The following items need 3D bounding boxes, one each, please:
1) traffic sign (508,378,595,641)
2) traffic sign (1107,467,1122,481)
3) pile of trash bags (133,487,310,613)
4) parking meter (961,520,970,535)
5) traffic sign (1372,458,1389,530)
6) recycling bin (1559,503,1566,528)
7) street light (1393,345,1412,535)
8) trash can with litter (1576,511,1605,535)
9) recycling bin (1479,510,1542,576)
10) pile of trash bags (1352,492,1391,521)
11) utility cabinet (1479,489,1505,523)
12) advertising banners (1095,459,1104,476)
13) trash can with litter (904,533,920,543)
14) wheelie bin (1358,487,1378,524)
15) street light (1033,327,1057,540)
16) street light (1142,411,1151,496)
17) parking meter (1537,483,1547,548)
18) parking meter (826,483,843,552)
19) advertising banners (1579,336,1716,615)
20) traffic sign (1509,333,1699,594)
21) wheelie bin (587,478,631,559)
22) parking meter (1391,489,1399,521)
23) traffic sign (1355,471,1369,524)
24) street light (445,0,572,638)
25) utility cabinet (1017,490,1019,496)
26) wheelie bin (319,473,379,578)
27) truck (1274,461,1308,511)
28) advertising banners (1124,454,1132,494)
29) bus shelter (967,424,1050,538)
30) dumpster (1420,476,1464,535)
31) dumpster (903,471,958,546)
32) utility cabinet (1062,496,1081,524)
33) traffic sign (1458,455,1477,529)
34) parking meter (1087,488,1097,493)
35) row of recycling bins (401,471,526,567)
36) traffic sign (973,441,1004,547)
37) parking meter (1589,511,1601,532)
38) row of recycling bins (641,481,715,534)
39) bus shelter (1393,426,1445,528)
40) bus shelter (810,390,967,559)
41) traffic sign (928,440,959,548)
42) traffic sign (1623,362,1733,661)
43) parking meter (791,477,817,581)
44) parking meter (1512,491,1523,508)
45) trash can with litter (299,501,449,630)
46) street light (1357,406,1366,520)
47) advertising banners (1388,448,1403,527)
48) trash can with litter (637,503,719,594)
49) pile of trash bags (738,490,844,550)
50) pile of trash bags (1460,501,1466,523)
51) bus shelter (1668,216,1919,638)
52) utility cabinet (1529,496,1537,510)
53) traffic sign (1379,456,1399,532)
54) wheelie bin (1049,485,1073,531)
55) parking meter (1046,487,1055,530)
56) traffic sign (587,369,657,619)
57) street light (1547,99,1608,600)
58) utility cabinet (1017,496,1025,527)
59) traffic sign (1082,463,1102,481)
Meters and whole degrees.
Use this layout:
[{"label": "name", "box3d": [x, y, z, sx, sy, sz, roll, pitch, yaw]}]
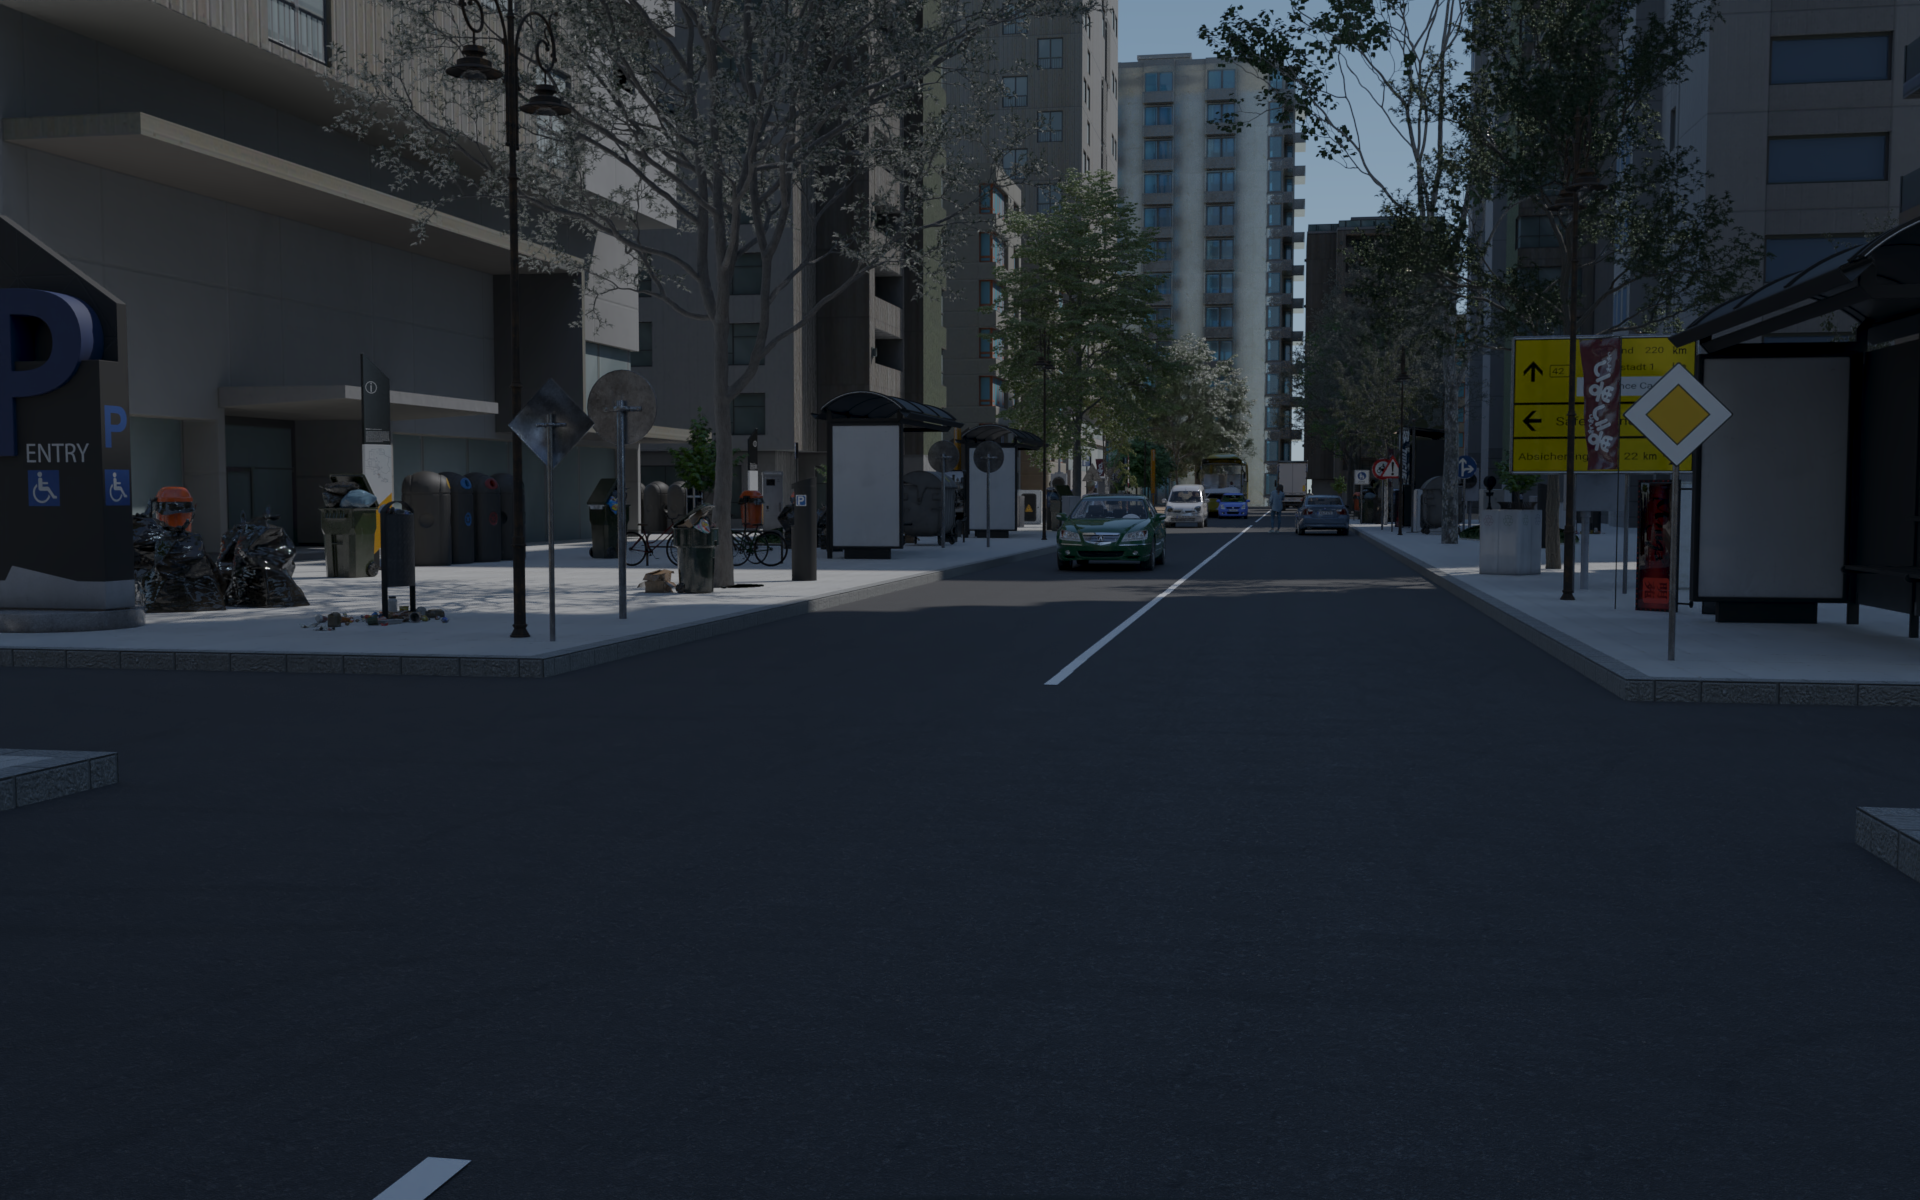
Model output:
[{"label": "traffic sign", "box3d": [-3.547, -0.697, 15.031, 0.795, 2.450, 0.064, 1, 4, 11]}, {"label": "traffic sign", "box3d": [7.189, -4.948, 81.009, 0.768, 2.556, 0.104, 1, 4, 17]}, {"label": "pile of trash bags", "box3d": [-8.999, -0.650, 20.387, 1.912, 1.369, 3.447, -2, 4, -35]}, {"label": "parking meter", "box3d": [0.133, -2.845, 54.924, 0.372, 1.533, 0.369, 0, 3, 0]}, {"label": "traffic sign", "box3d": [15.088, -3.775, 61.827, 0.768, 2.556, 0.104, 1, 4, 12]}, {"label": "recycling bin", "box3d": [17.478, -2.343, 50.863, 0.722, 1.027, 0.722, 0, 4, -7]}, {"label": "street light", "box3d": [13.719, -4.956, 53.815, 0.468, 5.910, 1.993, 1, 4, 11]}, {"label": "trash can with litter", "box3d": [19.664, -2.728, 55.667, 2.233, 1.210, 1.678, 1, 4, 12]}, {"label": "recycling bin", "box3d": [8.797, -0.925, 27.676, 0.722, 1.027, 0.722, -3, 5, -42]}, {"label": "pile of trash bags", "box3d": [19.949, -4.486, 83.098, 1.912, 1.369, 3.447, -2, 4, -23]}, {"label": "utility cabinet", "box3d": [23.314, -4.113, 75.924, 1.173, 1.500, 0.318, -2, 4, -25]}, {"label": "advertising banners", "box3d": [7.527, -5.435, 85.046, 2.074, 3.025, 0.090, 3, 4, 36]}, {"label": "trash can with litter", "box3d": [-1.570, -2.077, 45.352, 1.055, 1.170, 0.624, 1, 4, 9]}, {"label": "wheelie bin", "box3d": [17.711, -4.113, 75.152, 0.693, 1.594, 0.980, -2, 4, -24]}, {"label": "street light", "box3d": [2.351, -4.611, 48.172, 0.468, 5.910, 1.993, 1, 4, 11]}, {"label": "street light", "box3d": [8.659, -6.618, 80.987, 0.468, 5.910, 1.993, 1, 4, 11]}, {"label": "parking meter", "box3d": [13.842, -1.991, 40.966, 0.372, 1.533, 0.369, 0, 3, 0]}, {"label": "parking meter", "box3d": [-2.794, -1.846, 38.595, 0.372, 1.533, 0.369, 0, 3, 0]}, {"label": "advertising banners", "box3d": [7.626, -1.384, 18.809, 0.090, 3.025, 2.074, -3, 4, -38]}, {"label": "traffic sign", "box3d": [8.231, -1.734, 22.227, 2.265, 3.308, 0.079, 1, 4, 12]}, {"label": "wheelie bin", "box3d": [-7.017, -1.634, 34.631, 0.693, 1.594, 0.980, -3, 5, -45]}, {"label": "parking meter", "box3d": [20.093, -4.374, 79.919, 0.372, 1.533, 0.369, 0, 3, 0]}, {"label": "traffic sign", "box3d": [17.169, -4.398, 74.043, 0.606, 2.300, 0.079, 1, 4, 15]}, {"label": "street light", "box3d": [-3.945, -2.603, 15.355, 0.468, 5.910, 1.993, 1, 4, 11]}, {"label": "utility cabinet", "box3d": [2.742, -4.842, 87.840, 1.173, 1.500, 0.318, 3, 4, 37]}, {"label": "wheelie bin", "box3d": [-9.386, -1.146, 26.648, 0.980, 1.594, 0.693, 1, 4, 19]}, {"label": "truck", "box3d": [28.879, -9.911, 150.960, 2.839, 4.237, 11.283, 1, 4, 10]}, {"label": "advertising banners", "box3d": [7.145, -4.765, 74.094, 0.090, 3.025, 2.074, 1, 4, 10]}, {"label": "bus shelter", "box3d": [1.357, -3.599, 52.774, 2.014, 3.302, 5.546, 1, 4, 11]}, {"label": "dumpster", "box3d": [15.396, -3.029, 55.284, 1.264, 1.857, 1.865, 1, 4, 11]}, {"label": "dumpster", "box3d": [-0.830, -2.302, 43.395, 1.264, 1.857, 1.865, 1, 4, 11]}, {"label": "utility cabinet", "box3d": [3.760, -2.881, 58.263, 0.306, 1.237, 1.020, 2, 4, 27]}, {"label": "traffic sign", "box3d": [16.664, -3.494, 57.234, 0.768, 2.556, 0.104, 1, 4, 18]}, {"label": "parking meter", "box3d": [5.071, -3.550, 66.445, 0.372, 1.533, 0.369, 0, 3, 0]}, {"label": "row of recycling bins", "box3d": [-9.247, -1.539, 32.278, 1.069, 1.692, 3.534, 1, 4, 15]}, {"label": "traffic sign", "box3d": [0.678, -2.538, 41.603, 0.768, 2.556, 0.104, 1, 4, 16]}, {"label": "parking meter", "box3d": [21.053, -2.996, 57.390, 0.372, 1.533, 0.369, 0, 3, 0]}, {"label": "row of recycling bins", "box3d": [-9.368, -2.994, 56.072, 3.534, 1.692, 1.069, 1, 4, 22]}, {"label": "bus shelter", "box3d": [16.655, -4.350, 62.404, 1.731, 3.624, 6.357, 1, 4, 11]}, {"label": "bus shelter", "box3d": [-1.413, -2.605, 36.513, 2.014, 3.302, 5.546, 1, 4, 11]}, {"label": "traffic sign", "box3d": [-0.401, -2.506, 41.080, 0.768, 2.556, 0.104, 1, 4, 12]}, {"label": "traffic sign", "box3d": [5.481, -0.590, 13.290, 0.795, 2.450, 0.064, 1, 4, 11]}, {"label": "parking meter", "box3d": [-2.309, -1.053, 25.632, 0.372, 1.533, 0.369, 0, 3, 0]}, {"label": "parking meter", "box3d": [19.133, -3.124, 59.485, 0.372, 1.533, 0.369, 0, 3, 0]}, {"label": "trash can with litter", "box3d": [-5.933, -0.383, 17.314, 1.678, 1.210, 2.233, 1, 4, 15]}, {"label": "street light", "box3d": [20.008, -6.963, 86.633, 0.468, 5.910, 1.993, 1, 4, 11]}, {"label": "advertising banners", "box3d": [17.022, -4.343, 67.197, 0.090, 3.025, 2.074, 3, 4, 38]}, {"label": "trash can with litter", "box3d": [-3.662, -0.675, 22.424, 1.055, 1.170, 0.624, 1, 4, 11]}, {"label": "pile of trash bags", "box3d": [-3.799, -1.924, 41.213, 3.447, 1.369, 1.912, 2, 4, 27]}, {"label": "pile of trash bags", "box3d": [21.768, -4.155, 77.692, 1.912, 1.369, 3.447, 0, 4, -3]}, {"label": "bus shelter", "box3d": [7.626, -1.269, 14.676, 2.014, 3.302, 5.546, 1, 4, 11]}, {"label": "utility cabinet", "box3d": [19.724, -2.902, 58.609, 1.020, 1.237, 0.306, -2, 4, -29]}, {"label": "traffic sign", "box3d": [14.561, -3.566, 58.316, 0.884, 2.594, 0.081, 1, 4, 20]}, {"label": "wheelie bin", "box3d": [3.484, -3.172, 59.775, 0.980, 1.594, 0.693, -3, 4, -36]}, {"label": "parking meter", "box3d": [3.243, -3.236, 61.325, 0.372, 1.533, 0.369, 0, 3, 0]}, {"label": "traffic sign", "box3d": [-3.467, -1.078, 17.736, 0.768, 2.556, 0.104, 1, 4, 12]}, {"label": "street light", "box3d": [7.365, -2.938, 20.816, 0.468, 5.910, 1.993, 1, 4, 11]}, {"label": "utility cabinet", "box3d": [2.078, -3.456, 67.665, 0.306, 1.237, 1.020, -3, 5, -41]}, {"label": "traffic sign", "box3d": [5.547, -4.450, 72.760, 0.884, 2.594, 0.081, 1, 4, 19]}]
